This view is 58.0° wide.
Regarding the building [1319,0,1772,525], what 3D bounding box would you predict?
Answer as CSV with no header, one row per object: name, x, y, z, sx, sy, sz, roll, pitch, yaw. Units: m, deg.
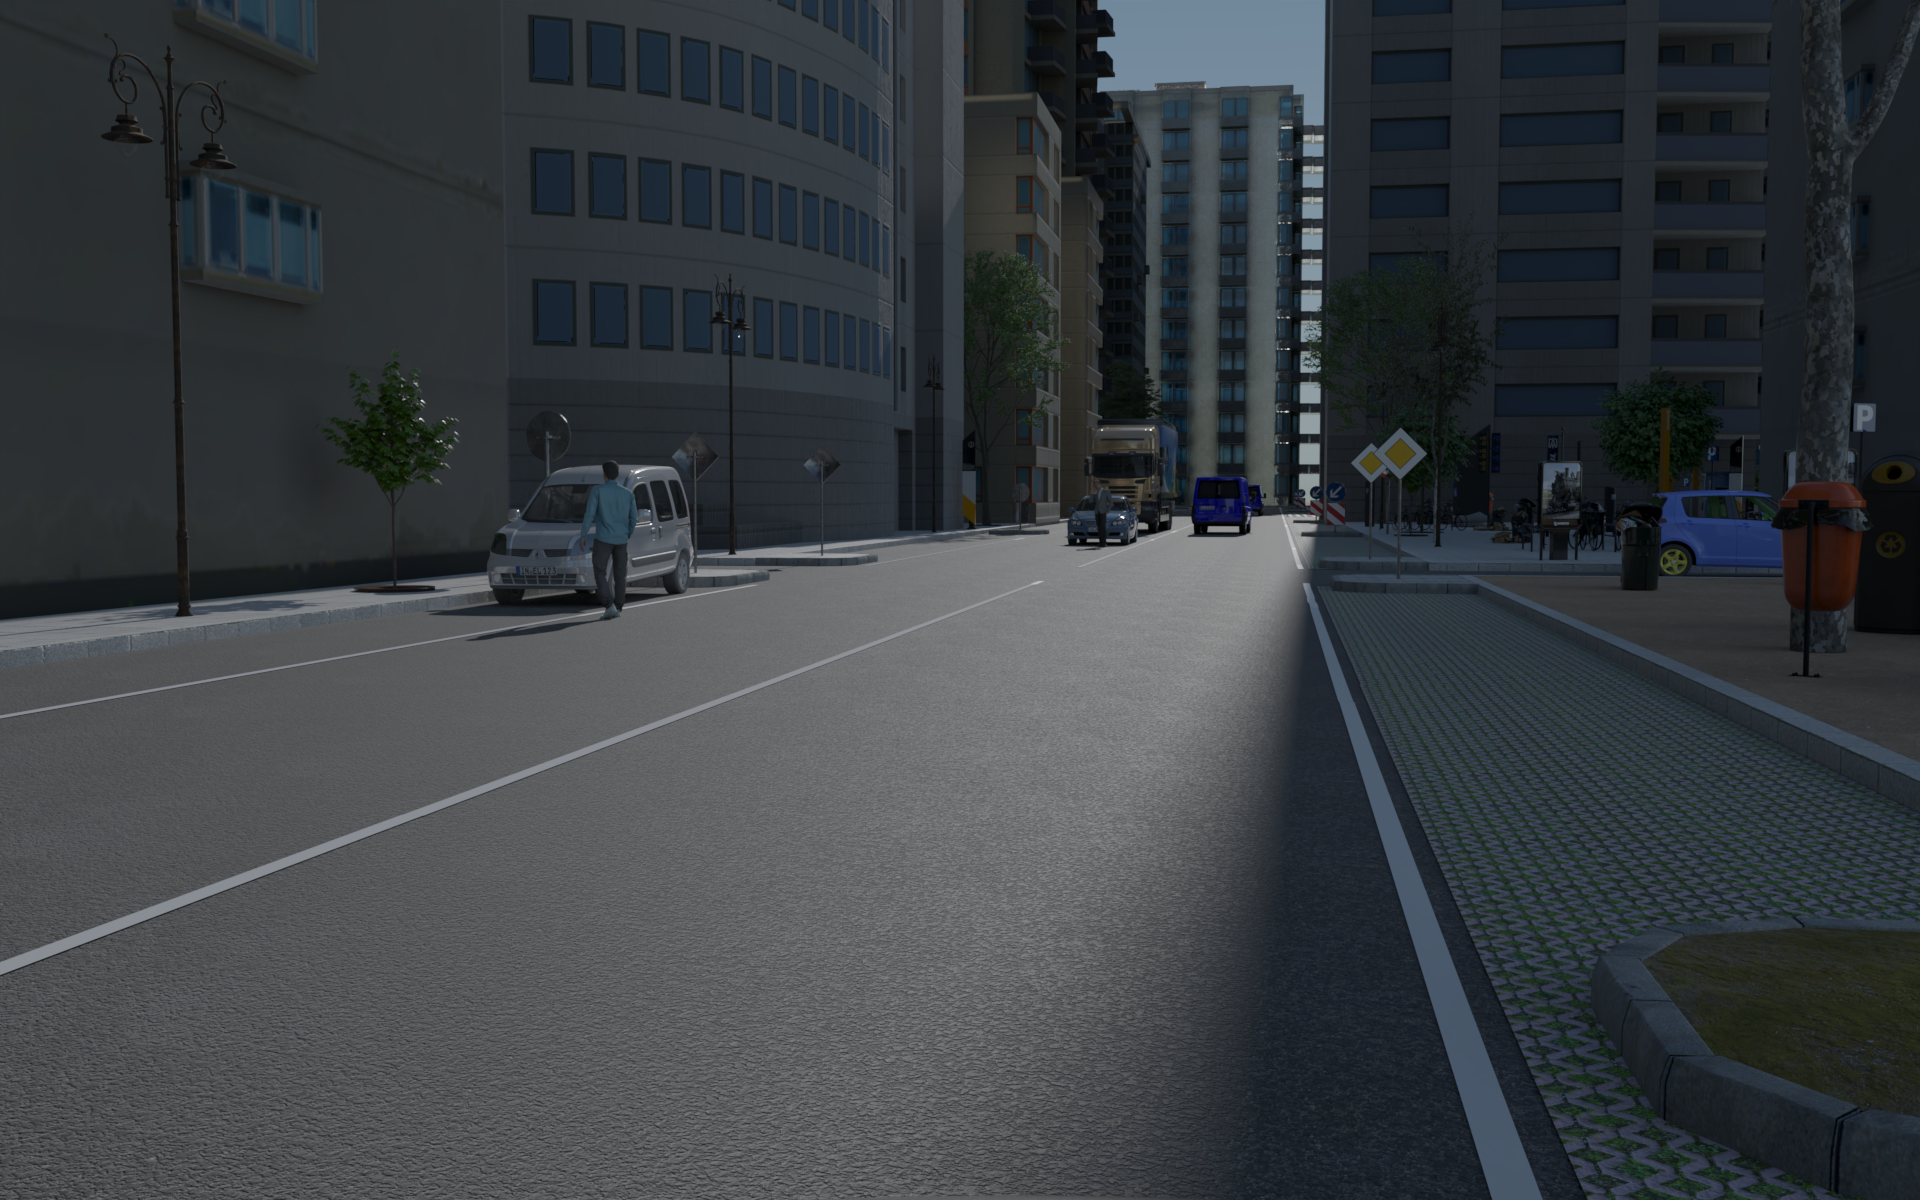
building,29.688,-33.509,89.867,21.231,58.520,28.212,1,4,10

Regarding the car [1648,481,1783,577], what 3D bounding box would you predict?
car,13.400,-1.224,29.601,3.694,1.707,1.945,1,4,11

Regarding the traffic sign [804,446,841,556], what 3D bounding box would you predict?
traffic sign,-2.864,-1.976,35.944,0.795,2.450,0.064,1,4,10

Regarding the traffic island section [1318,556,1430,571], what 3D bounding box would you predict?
traffic island section,8.073,-0.718,34.016,2.009,0.180,2.903,1,4,10

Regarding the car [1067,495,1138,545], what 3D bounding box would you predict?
car,4.179,-2.341,50.283,2.014,1.417,4.499,1,4,10

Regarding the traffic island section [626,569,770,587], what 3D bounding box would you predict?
traffic island section,-4.319,-0.359,28.154,2.009,0.180,2.903,1,4,10

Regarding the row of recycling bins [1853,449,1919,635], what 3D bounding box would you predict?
row of recycling bins,9.198,-0.474,14.857,1.069,1.692,3.534,-1,4,-16

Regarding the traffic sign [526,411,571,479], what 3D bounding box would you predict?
traffic sign,-6.318,-1.616,26.534,0.768,2.556,0.104,1,4,16

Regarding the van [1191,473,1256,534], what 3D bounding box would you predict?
van,9.648,-3.616,63.504,2.240,2.365,5.245,1,4,12

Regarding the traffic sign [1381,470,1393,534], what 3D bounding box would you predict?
traffic sign,13.622,-3.364,55.103,0.768,2.556,0.104,1,4,13

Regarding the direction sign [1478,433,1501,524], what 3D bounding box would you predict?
direction sign,19.599,-4.415,64.178,0.876,3.537,0.379,3,5,45

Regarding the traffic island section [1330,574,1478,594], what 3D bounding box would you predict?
traffic island section,6.642,-0.237,26.160,2.009,0.180,2.903,1,4,10

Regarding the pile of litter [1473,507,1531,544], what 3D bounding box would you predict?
pile of litter,14.444,-1.930,45.520,1.719,0.858,1.176,-3,5,-42

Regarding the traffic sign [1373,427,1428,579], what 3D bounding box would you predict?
traffic sign,6.618,-1.373,26.087,0.795,2.450,0.064,1,4,10

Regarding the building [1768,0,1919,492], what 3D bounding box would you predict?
building,75.479,-32.959,162.584,21.600,48.544,21.300,1,4,10

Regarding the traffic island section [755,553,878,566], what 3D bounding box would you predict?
traffic island section,-2.888,-0.840,36.010,2.009,0.180,2.903,1,4,10

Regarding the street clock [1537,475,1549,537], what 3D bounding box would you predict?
street clock,17.523,-2.890,51.823,0.471,2.002,0.358,0,3,0

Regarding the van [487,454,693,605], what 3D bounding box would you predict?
van,-4.994,-1.021,23.712,2.013,2.044,4.112,1,4,9

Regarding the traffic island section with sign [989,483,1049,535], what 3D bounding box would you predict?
traffic island section with sign,2.151,-3.252,61.804,1.989,1.847,2.006,1,4,10

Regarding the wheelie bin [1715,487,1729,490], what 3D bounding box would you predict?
wheelie bin,32.151,-3.977,72.925,0.980,1.594,0.693,0,4,-2

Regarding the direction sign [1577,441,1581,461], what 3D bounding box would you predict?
direction sign,26.476,-5.027,74.182,0.379,3.537,0.876,1,4,13

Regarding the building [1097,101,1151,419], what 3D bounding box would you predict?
building,6.204,-29.250,170.118,23.993,40.220,32.217,1,4,10

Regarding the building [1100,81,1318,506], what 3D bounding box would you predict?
building,25.841,-35.756,204.223,30.456,49.044,23.786,1,4,10

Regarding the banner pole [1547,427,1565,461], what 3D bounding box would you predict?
banner pole,22.269,-4.567,64.695,0.401,3.779,0.863,-3,4,-38

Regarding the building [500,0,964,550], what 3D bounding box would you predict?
building,-12.689,-31.133,51.016,21.231,58.520,28.212,1,4,10

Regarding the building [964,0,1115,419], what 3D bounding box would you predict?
building,-0.467,-28.849,126.302,22.147,44.769,28.867,1,4,10

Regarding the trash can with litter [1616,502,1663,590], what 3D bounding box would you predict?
trash can with litter,9.085,-0.731,23.347,0.624,1.170,1.055,1,4,12

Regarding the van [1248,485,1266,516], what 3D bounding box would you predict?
van,19.083,-6.738,114.552,2.240,2.365,5.245,1,4,11

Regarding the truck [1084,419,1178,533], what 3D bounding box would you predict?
truck,6.780,-4.774,66.962,2.839,4.237,11.283,1,4,11

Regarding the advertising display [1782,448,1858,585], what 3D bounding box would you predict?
advertising display,12.084,-1.172,24.370,0.974,1.923,0.123,0,4,4

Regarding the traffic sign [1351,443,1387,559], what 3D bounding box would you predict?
traffic sign,8.048,-1.853,33.944,0.795,2.450,0.064,1,4,10

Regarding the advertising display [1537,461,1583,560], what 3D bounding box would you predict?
advertising display,11.634,-1.737,33.611,0.974,1.923,0.123,-1,4,-21

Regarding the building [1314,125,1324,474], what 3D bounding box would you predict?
building,55.876,-35.447,199.174,30.456,49.044,23.786,1,4,10

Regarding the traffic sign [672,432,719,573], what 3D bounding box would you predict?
traffic sign,-4.294,-1.495,28.088,0.795,2.450,0.064,1,4,10

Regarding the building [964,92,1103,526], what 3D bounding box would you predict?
building,-7.701,-15.072,91.462,27.650,21.520,28.899,1,4,10

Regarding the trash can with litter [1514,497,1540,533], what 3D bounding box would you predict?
trash can with litter,18.799,-2.791,57.023,1.055,1.170,0.624,-2,4,-28

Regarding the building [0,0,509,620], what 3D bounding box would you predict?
building,-19.872,-24.195,19.284,21.600,48.544,21.300,1,4,10
